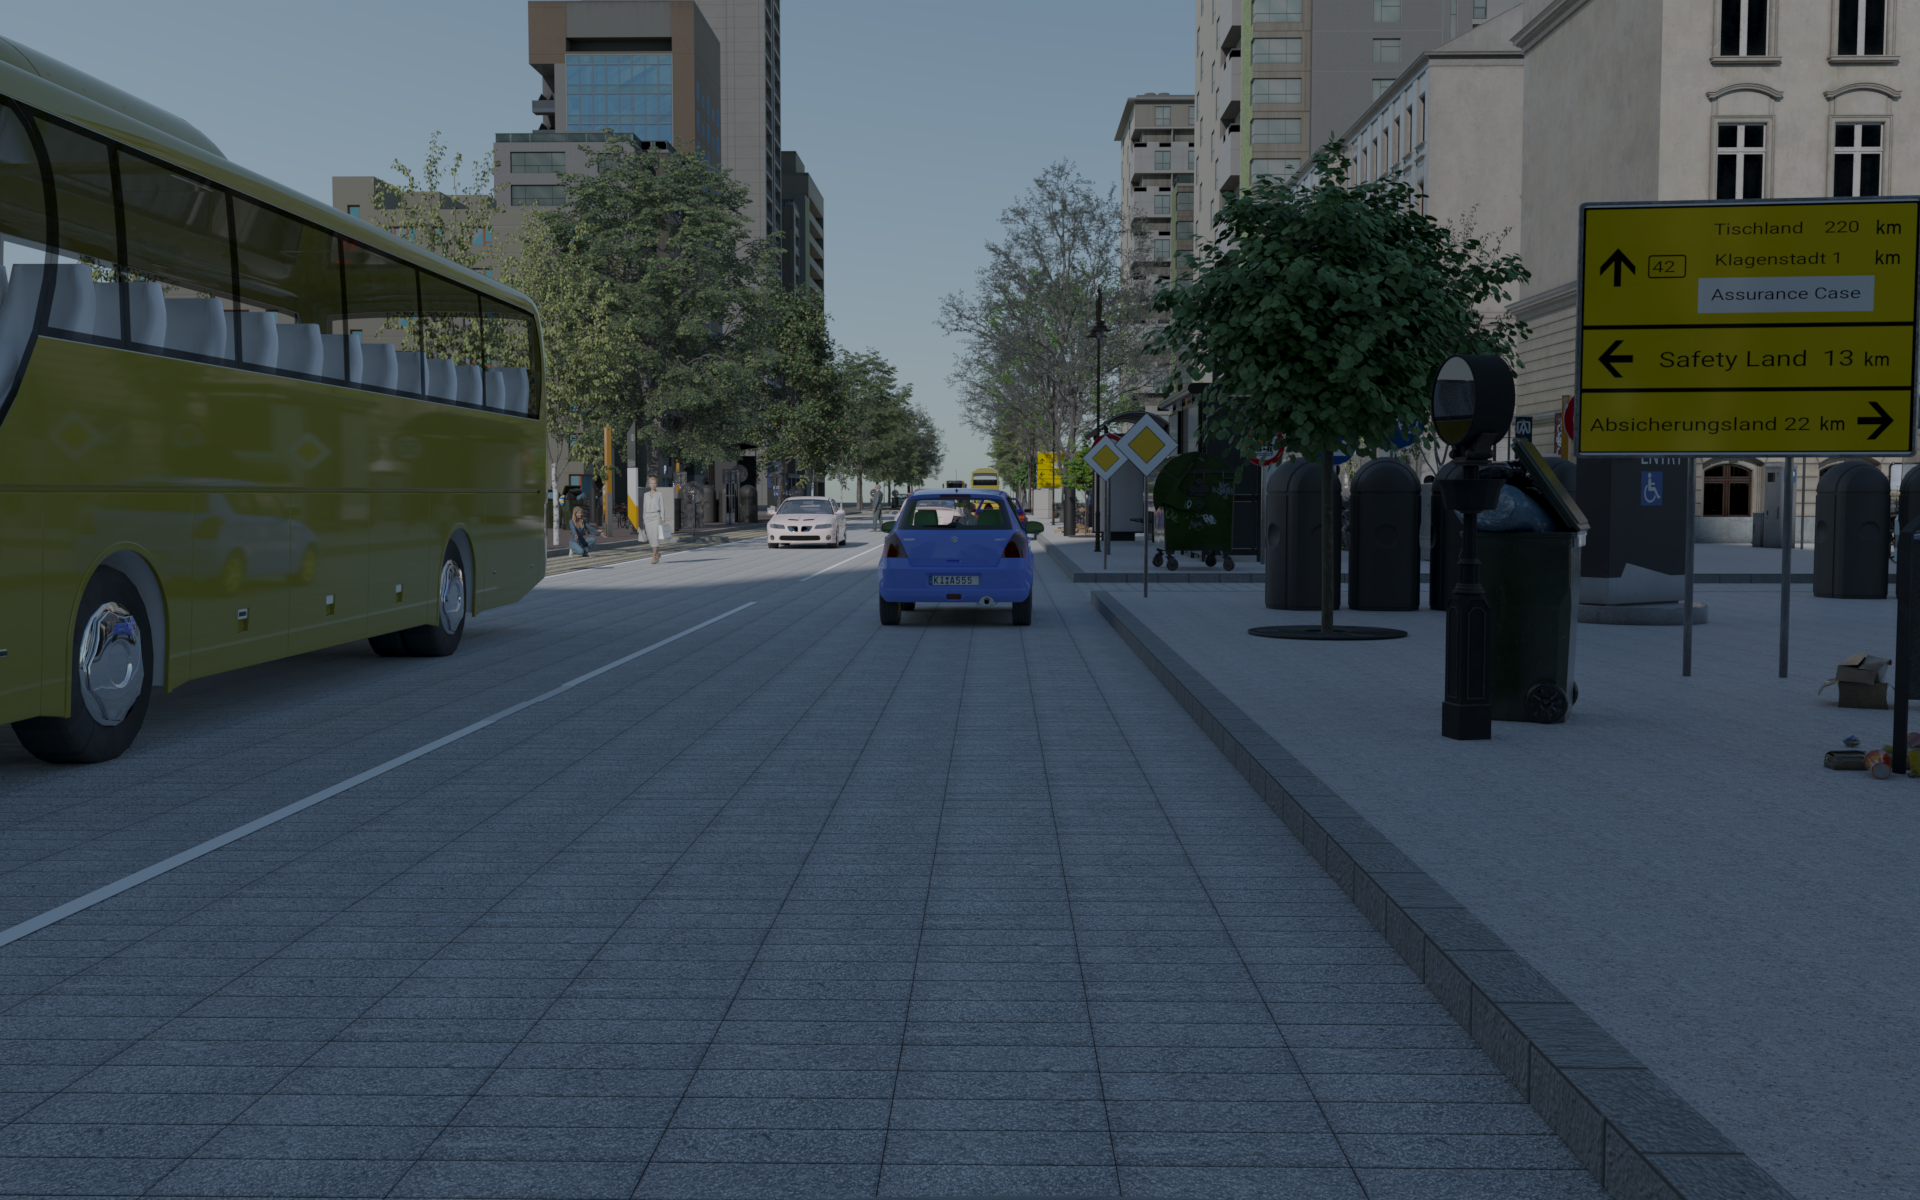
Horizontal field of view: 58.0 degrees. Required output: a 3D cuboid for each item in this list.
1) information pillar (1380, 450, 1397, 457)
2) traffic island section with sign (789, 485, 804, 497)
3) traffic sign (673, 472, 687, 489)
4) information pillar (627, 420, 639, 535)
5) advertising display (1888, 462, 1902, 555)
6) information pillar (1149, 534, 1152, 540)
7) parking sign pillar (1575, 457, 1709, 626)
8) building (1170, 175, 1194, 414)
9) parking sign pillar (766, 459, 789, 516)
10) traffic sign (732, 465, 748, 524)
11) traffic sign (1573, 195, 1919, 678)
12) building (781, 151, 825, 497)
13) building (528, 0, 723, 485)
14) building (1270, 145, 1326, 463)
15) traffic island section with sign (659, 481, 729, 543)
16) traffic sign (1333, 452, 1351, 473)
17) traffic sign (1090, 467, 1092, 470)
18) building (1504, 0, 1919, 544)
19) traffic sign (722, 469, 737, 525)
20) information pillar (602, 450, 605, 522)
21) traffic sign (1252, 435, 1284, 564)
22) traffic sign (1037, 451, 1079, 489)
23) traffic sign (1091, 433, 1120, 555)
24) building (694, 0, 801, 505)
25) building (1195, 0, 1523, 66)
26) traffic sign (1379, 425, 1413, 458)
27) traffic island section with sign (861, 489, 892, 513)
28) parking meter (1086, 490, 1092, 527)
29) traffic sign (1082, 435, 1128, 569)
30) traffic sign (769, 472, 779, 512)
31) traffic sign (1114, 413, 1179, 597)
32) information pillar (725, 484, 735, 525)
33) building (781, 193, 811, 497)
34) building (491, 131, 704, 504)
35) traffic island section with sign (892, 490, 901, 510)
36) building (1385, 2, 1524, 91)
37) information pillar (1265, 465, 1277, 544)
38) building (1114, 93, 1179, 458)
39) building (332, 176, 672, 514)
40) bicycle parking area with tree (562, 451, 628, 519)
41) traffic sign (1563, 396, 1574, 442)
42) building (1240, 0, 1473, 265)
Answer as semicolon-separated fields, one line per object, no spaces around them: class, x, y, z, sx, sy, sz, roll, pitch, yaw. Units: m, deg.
information pillar;5.506;-1.888;22.229;0.183;3.616;0.504;0;4;-2
traffic island section with sign;-7.424;-4.290;78.771;1.989;1.847;2.006;0;4;1
traffic sign;-12.716;-4.683;78.692;0.606;2.300;0.079;0;4;2
information pillar;-10.386;-3.893;55.005;0.183;3.616;0.504;-3;5;-43
advertising display;19.383;-1.833;35.178;0.974;1.923;0.123;1;4;21
information pillar;5.480;-2.677;48.254;0.304;2.012;0.304;-3;5;-45
parking sign pillar;6.812;-1.773;17.466;1.447;3.967;1.447;-2;4;-33
building;26.179;-23.694;159.104;14.160;30.474;14.107;0;4;1
parking sign pillar;-10.802;-6.989;102.736;1.447;3.967;1.447;2;4;30
traffic sign;-9.608;-4.598;75.289;0.768;2.556;0.104;0;4;2
traffic sign;5.441;-1.112;12.053;2.265;3.308;0.079;0;4;8
building;-31.066;-38.170;247.785;21.300;48.544;21.600;0;4;1
building;-29.419;-30.937;155.922;14.600;45.320;14.200;0;4;1
building;22.922;-15.048;95.187;9.793;20.994;18.267;0;4;1
traffic island section with sign;-7.987;-2.642;51.821;1.989;1.847;2.006;0;4;1
traffic sign;6.656;-1.880;30.852;0.768;2.556;0.104;0;4;7
traffic sign;3.948;-2.921;47.858;0.768;2.556;0.104;1;4;8
building;34.862;-14.059;48.955;34.723;24.649;14.460;0;4;1
traffic sign;-9.482;-4.231;71.313;0.606;2.300;0.079;0;4;4
information pillar;-16.276;-5.370;79.152;0.183;3.616;0.504;-1;4;-15
traffic sign;5.525;-1.922;31.535;0.768;2.556;0.104;0;4;3
traffic sign;4.786;-5.432;82.685;2.265;3.308;0.079;0;4;6
traffic sign;3.138;-2.226;36.495;0.768;2.556;0.104;1;4;11
building;-30.384;-47.321;211.946;20.563;71.187;20.611;0;4;1
building;33.475;-33.533;137.506;28.713;52.752;27.495;0;4;1
traffic sign;5.058;-1.237;20.332;0.768;2.556;0.104;0;4;7
traffic island section with sign;-6.367;-7.409;129.770;1.989;1.847;2.006;0;4;1
parking meter;5.014;-3.574;66.848;0.372;1.533;0.369;0;3;0
traffic sign;2.469;-1.577;29.422;0.795;2.450;0.064;0;4;1
traffic sign;-10.401;-5.975;97.800;0.768;2.556;0.104;1;4;10
traffic sign;2.302;-1.088;21.438;0.795;2.450;0.064;0;4;1
information pillar;-9.701;-4.193;73.051;0.304;2.012;0.304;1;4;12
building;-27.641;-33.427;230.123;14.154;41.232;14.086;0;4;1
building;-29.183;-22.623;141.592;14.160;30.474;14.107;0;4;1
traffic island section with sign;-5.808;-9.058;156.720;1.989;1.847;2.006;0;4;1
building;23.132;-13.932;76.946;9.793;20.994;18.267;0;4;1
information pillar;7.464;-3.064;41.449;0.504;3.616;0.183;2;4;26
building;35.153;-38.893;225.141;28.713;52.752;27.495;0;4;1
building;-36.487;-16.814;119.951;27.650;21.520;28.899;0;4;1
bicycle parking area with tree;-22.684;-6.836;98.765;9.016;4.147;8.231;3;5;43
traffic sign;7.537;-1.251;20.566;0.768;2.556;0.104;1;4;9
building;25.779;-26.524;117.262;14.154;41.232;14.086;0;4;1
